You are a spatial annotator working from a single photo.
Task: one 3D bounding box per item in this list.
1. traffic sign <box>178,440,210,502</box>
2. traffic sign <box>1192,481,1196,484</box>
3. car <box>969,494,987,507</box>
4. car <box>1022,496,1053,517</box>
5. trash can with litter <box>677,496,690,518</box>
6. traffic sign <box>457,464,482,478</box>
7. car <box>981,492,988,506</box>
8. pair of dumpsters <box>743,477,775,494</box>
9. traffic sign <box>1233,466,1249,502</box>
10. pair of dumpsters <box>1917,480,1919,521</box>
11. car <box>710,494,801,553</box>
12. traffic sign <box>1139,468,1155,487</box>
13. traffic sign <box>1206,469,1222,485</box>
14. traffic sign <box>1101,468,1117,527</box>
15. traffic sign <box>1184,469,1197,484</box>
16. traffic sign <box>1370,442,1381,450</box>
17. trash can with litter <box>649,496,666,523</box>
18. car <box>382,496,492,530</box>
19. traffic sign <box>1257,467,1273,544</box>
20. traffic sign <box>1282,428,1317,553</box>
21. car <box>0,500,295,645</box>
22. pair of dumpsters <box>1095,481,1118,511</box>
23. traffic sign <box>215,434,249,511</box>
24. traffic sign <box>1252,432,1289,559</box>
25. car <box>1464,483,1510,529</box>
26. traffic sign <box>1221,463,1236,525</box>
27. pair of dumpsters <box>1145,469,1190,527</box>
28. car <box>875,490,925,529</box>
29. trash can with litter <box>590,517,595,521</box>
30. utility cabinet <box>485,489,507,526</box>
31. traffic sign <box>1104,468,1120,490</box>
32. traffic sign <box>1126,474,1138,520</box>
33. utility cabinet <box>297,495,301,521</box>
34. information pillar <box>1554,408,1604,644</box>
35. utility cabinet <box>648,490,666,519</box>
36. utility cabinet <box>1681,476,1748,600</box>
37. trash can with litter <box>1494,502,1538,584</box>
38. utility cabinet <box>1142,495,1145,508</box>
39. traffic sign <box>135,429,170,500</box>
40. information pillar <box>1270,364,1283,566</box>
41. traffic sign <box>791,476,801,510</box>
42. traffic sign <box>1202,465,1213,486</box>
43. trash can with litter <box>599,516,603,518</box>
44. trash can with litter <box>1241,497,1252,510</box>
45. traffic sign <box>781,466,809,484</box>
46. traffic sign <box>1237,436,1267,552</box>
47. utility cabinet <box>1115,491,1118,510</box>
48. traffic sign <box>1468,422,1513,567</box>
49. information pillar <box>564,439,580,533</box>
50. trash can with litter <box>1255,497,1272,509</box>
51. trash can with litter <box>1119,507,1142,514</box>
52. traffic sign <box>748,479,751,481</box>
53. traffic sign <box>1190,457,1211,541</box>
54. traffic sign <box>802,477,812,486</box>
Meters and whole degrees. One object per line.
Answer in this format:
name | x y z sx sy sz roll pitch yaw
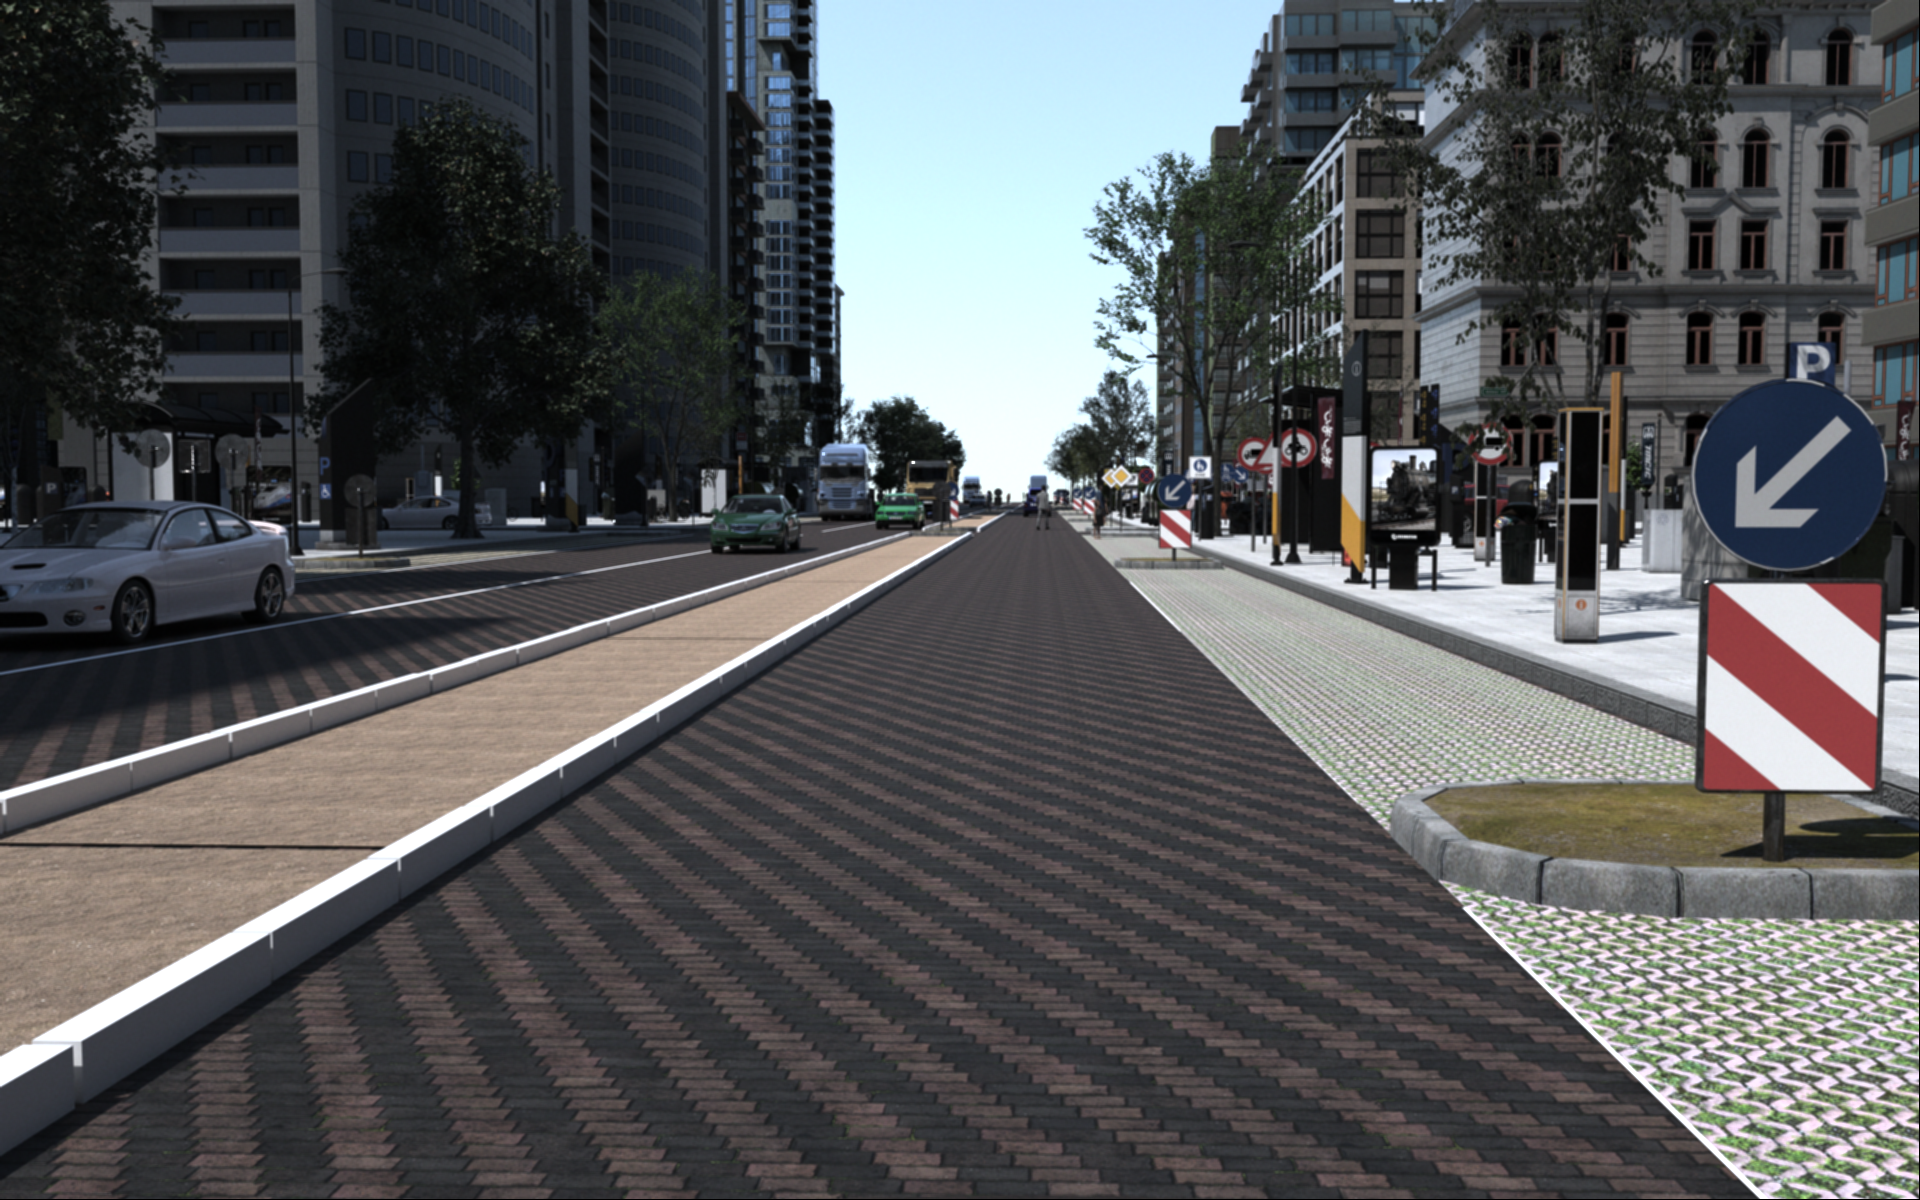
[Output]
traffic sign | -14.482 -1.874 32.774 0.606 2.300 0.079 0 4 4
traffic sign | 12.206 -5.622 92.020 0.768 2.556 0.104 0 4 4
car | 1.973 -10.808 188.705 2.014 1.417 4.499 0 4 3
car | 4.928 -5.970 110.185 1.945 1.354 3.894 0 4 4
trash can with litter | -15.006 -4.987 92.929 1.055 1.170 0.624 0 4 0
traffic sign | -16.475 -3.557 58.162 0.884 2.594 0.081 0 4 5
car | 2.486 -11.762 202.532 2.015 1.641 3.980 0 4 2
pair of dumpsters | -11.363 -5.809 97.468 1.574 2.255 4.437 0 4 3
traffic sign | 12.904 -4.869 79.719 0.768 2.556 0.104 0 4 4
pair of dumpsters | 7.852 -0.506 10.770 1.574 2.255 4.437 0 4 3
car | -5.069 -1.927 43.300 2.131 1.459 4.920 0 4 1
traffic sign | 9.061 -5.139 84.127 0.768 2.556 0.104 1 4 11
traffic sign | 10.163 -4.265 69.832 0.768 2.556 0.104 0 4 4
traffic sign | 5.810 -3.847 66.540 0.795 2.450 0.064 0 4 3
traffic sign | 11.408 -5.258 86.077 0.768 2.556 0.104 0 4 5
traffic sign | 9.949 -2.568 42.096 0.768 2.556 0.104 0 4 7
trash can with litter | -13.713 -3.965 75.887 1.678 1.210 2.233 1 4 17
car | -20.020 -3.214 64.904 4.827 1.381 2.083 0 4 4
traffic sign | 7.880 -2.727 44.692 0.768 2.556 0.104 0 4 4
traffic sign | 6.442 -2.026 33.226 0.768 2.556 0.104 1 4 11
car | -8.658 -0.344 17.989 2.083 1.381 4.827 0 4 4
pair of dumpsters | 11.066 -7.842 130.706 1.574 2.255 4.437 0 4 3
traffic sign | -15.415 -2.237 36.677 0.768 2.556 0.104 0 4 6
traffic sign | 6.197 -2.087 34.119 0.884 2.594 0.081 1 4 10
car | 19.251 -3.251 61.832 5.304 1.827 2.281 0 4 3
traffic sign | 11.033 -4.388 71.852 0.768 2.556 0.104 0 4 6
pair of dumpsters | 8.202 -4.025 68.308 1.574 2.255 4.437 0 4 3
car | -2.443 -3.839 71.557 1.959 1.807 4.718 0 4 3
trash can with litter | -18.927 -4.424 83.388 2.233 1.210 1.678 3 5 42
utility cabinet | -18.595 -3.711 69.349 0.318 1.500 1.173 -3 5 -44
traffic sign | 12.532 -8.775 137.337 2.265 3.308 0.079 0 4 4
traffic sign | 8.488 -5.099 85.501 0.606 2.300 0.079 0 4 5
utility cabinet | -31.895 -4.405 83.177 0.306 1.237 1.020 -2 4 -31
information pillar | 5.324 -0.637 14.911 0.304 2.012 0.304 0 4 5
utility cabinet | -15.673 -4.887 88.589 1.173 1.500 0.318 -1 4 -17
utility cabinet | 8.935 -0.722 20.483 0.318 1.500 1.173 0 4 1
trash can with litter | 7.969 -0.829 24.946 0.624 1.170 1.055 1 4 12
utility cabinet | 9.221 -4.391 82.955 1.020 1.237 0.306 3 4 39
traffic sign | -15.805 -2.065 33.876 0.768 2.556 0.104 0 4 8
information pillar | 5.688 -2.428 31.047 0.183 3.616 0.504 1 4 19
traffic sign | -11.528 -7.433 121.630 0.768 2.556 0.104 1 4 9
traffic sign | 8.273 -3.604 59.034 0.768 2.556 0.104 0 4 8
trash can with litter | -19.039 -5.075 94.041 1.678 1.210 2.233 -1 4 -11
trash can with litter | 12.685 -4.005 76.870 0.624 1.170 1.055 3 5 39
traffic sign | -12.191 -8.157 127.243 2.265 3.308 0.079 1 4 9
traffic sign | 6.521 -2.344 38.437 0.768 2.556 0.104 0 4 6
utility cabinet | 12.789 -8.101 141.127 0.318 1.500 1.173 -1 4 -15
traffic sign | 9.308 -1.857 30.468 0.768 2.556 0.104 1 4 12
information pillar | -12.862 -4.036 57.350 0.183 3.616 0.504 3 4 36
trash can with litter | 11.860 -3.371 66.499 0.624 1.170 1.055 -1 4 -21
trash can with litter | 11.721 -6.291 113.909 2.233 1.210 1.678 3 5 40
traffic sign | -14.539 -7.261 120.844 0.606 2.300 0.079 1 4 12
traffic sign | 6.569 -2.770 47.416 0.606 2.300 0.079 0 4 4
traffic sign | -11.193 -7.740 126.656 0.768 2.556 0.104 0 4 8
